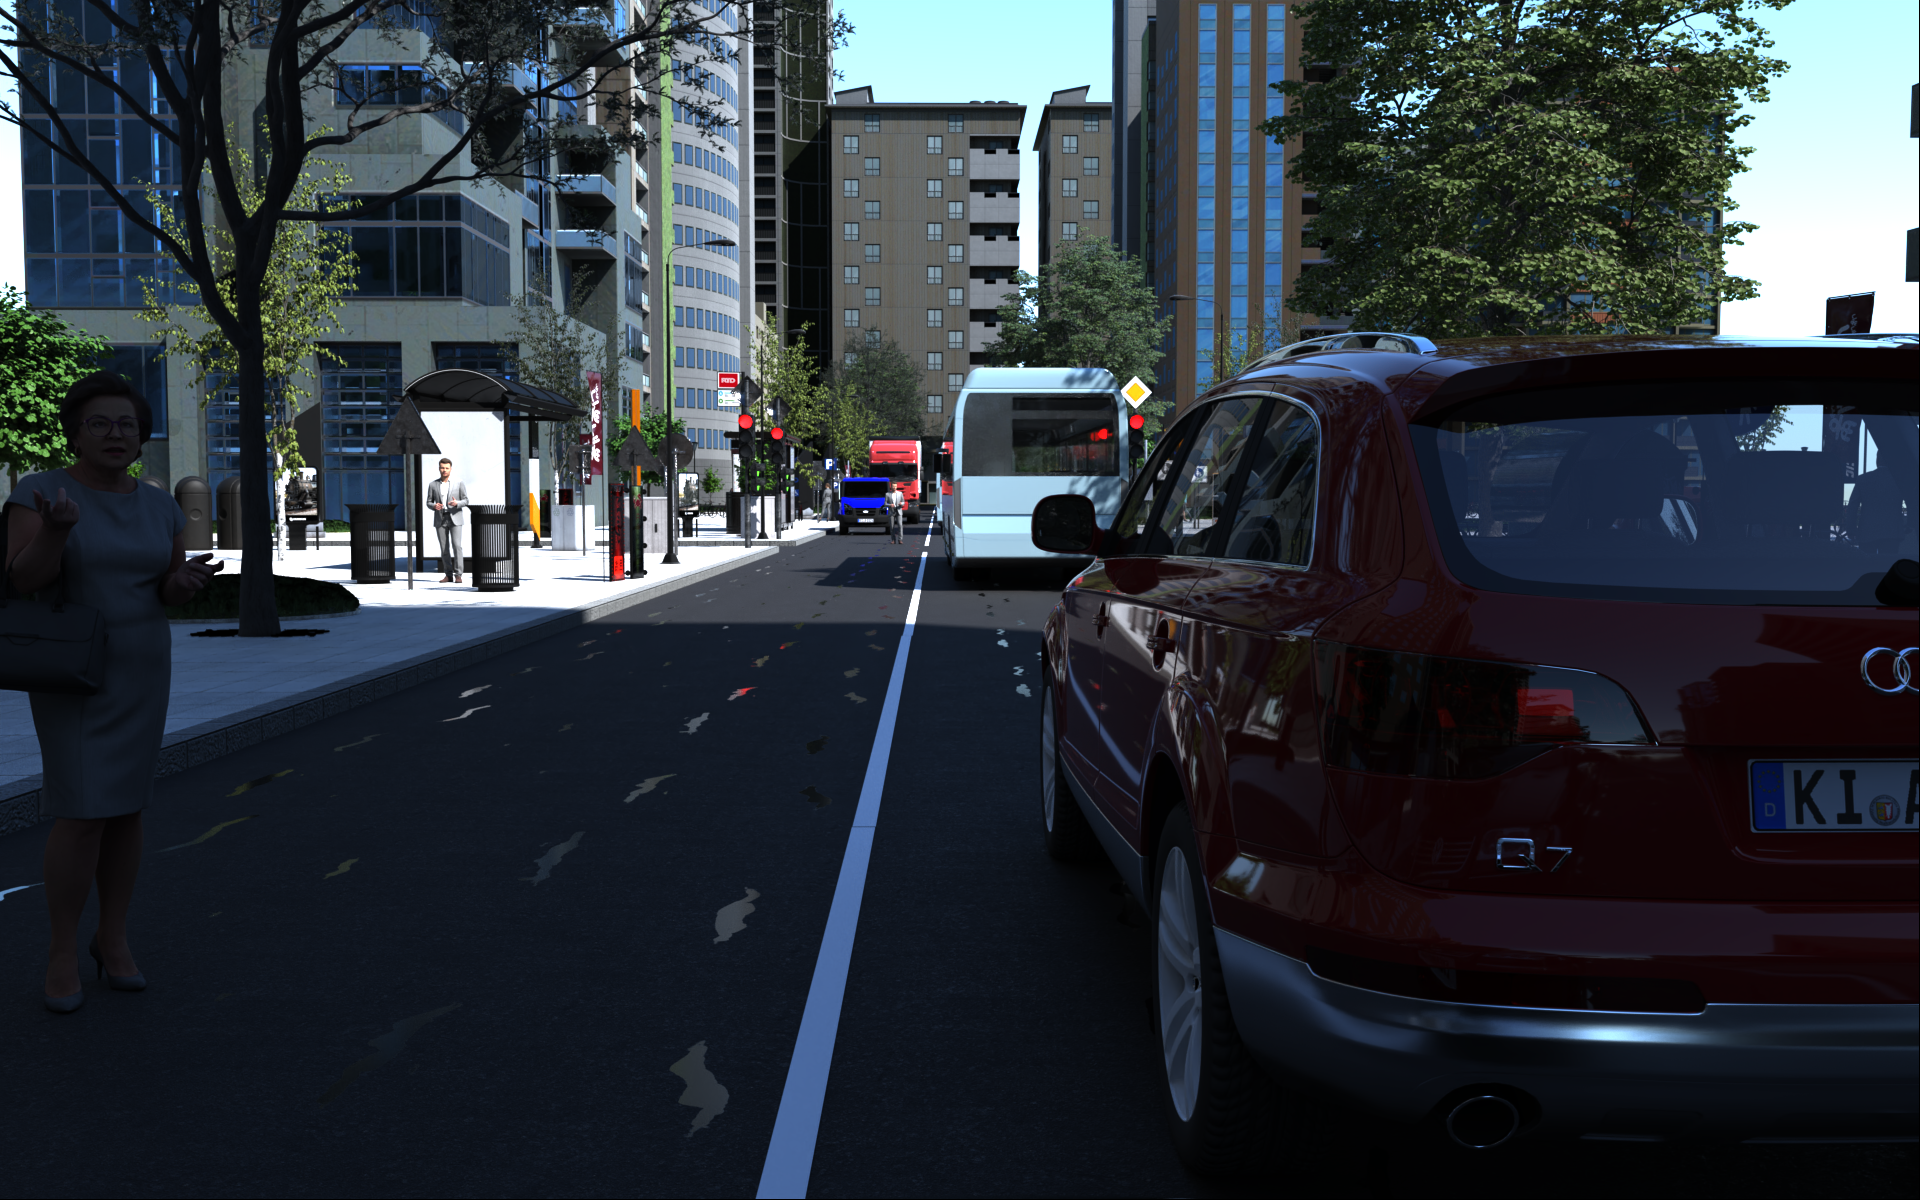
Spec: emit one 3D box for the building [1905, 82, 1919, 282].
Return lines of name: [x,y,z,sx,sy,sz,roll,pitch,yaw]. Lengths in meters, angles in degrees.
building: [30.629,-10.448,15.859,27.650,21.520,28.899,0,4,-1]

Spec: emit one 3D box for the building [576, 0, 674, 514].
building: [-25.633,-25.862,106.444,14.154,41.232,14.086,0,4,-1]

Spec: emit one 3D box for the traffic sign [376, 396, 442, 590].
traffic sign: [-7.355,-1.413,23.110,0.884,2.594,0.081,0,4,4]

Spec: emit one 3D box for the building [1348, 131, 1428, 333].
building: [53.652,-37.399,231.081,30.456,49.044,23.786,0,4,-1]

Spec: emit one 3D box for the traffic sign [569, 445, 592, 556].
traffic sign: [-7.788,-2.062,35.840,0.606,2.300,0.079,0,4,5]

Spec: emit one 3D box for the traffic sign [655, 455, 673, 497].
traffic sign: [-8.839,-3.177,52.044,0.768,2.556,0.104,1,4,9]

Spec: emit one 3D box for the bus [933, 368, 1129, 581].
bus: [1.021,-2.263,31.858,2.948,3.499,13.247,0,4,-1]

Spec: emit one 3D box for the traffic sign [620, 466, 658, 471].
traffic sign: [-7.352,-2.426,39.665,0.884,2.594,0.081,0,4,7]

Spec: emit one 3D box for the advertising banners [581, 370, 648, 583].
advertising banners: [-5.050,-1.792,25.491,0.090,3.025,2.074,1,4,12]

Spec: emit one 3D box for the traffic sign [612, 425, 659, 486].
traffic sign: [-6.135,-2.000,32.711,0.884,2.594,0.081,0,4,1]

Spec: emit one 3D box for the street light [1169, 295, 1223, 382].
street light: [5.581,-4.163,40.601,1.470,5.913,1.316,0,4,-1]

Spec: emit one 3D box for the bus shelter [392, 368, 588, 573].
bus shelter: [-8.120,-2.242,30.581,2.014,3.302,5.546,0,4,-1]

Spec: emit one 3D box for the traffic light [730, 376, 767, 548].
traffic light: [-5.020,-3.188,41.041,0.839,4.253,0.868,0,4,-1]

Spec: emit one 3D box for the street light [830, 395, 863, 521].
street light: [-5.429,-6.654,81.339,1.470,5.913,1.316,0,4,-1]

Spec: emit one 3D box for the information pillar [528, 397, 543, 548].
information pillar: [-10.048,-3.029,40.885,0.183,3.616,0.504,0,4,5]

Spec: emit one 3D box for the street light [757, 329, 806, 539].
street light: [-5.055,-4.676,48.995,1.470,5.913,1.316,0,4,-1]

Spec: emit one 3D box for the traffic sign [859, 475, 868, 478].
traffic sign: [-6.486,-7.076,115.792,0.768,2.556,0.104,1,4,8]

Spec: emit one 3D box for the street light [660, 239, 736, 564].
street light: [-4.786,-3.619,31.706,1.470,5.913,1.316,0,4,-1]

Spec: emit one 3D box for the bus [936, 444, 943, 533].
bus: [0.557,-4.380,66.473,2.948,3.499,13.247,0,4,1]

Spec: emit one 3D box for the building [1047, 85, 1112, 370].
building: [24.153,-39.313,232.005,27.495,52.752,28.713,0,4,-1]

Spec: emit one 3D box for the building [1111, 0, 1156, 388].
building: [25.795,-38.684,174.481,21.231,58.520,28.212,0,4,-1]

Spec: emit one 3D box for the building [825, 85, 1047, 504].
building: [-3.347,-39.328,232.245,27.495,52.752,28.713,0,4,-1]

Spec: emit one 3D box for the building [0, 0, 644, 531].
building: [-25.468,-46.467,72.409,22.319,86.520,31.000,0,4,-1]

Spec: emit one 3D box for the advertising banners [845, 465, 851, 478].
advertising banners: [-6.281,-6.646,104.853,0.090,3.025,2.074,3,4,38]

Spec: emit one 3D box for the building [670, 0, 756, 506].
building: [-28.342,-36.430,137.635,21.231,58.520,28.212,0,4,-1]

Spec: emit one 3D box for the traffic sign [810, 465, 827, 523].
traffic sign: [-6.256,-4.664,76.356,0.768,2.556,0.104,0,4,6]

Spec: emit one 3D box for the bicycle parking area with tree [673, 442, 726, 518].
bicycle parking area with tree: [-13.567,-6.775,97.775,9.016,4.147,8.231,3,5,40]

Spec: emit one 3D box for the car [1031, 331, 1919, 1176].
car: [1.403,0.211,5.219,2.281,1.827,5.304,0,4,-2]

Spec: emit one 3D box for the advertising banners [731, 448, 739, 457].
advertising banners: [-8.110,-4.274,66.067,0.090,3.025,2.074,-3,5,-43]

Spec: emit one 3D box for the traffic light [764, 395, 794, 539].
traffic light: [-5.122,-3.676,49.025,0.839,4.253,0.868,0,4,-1]

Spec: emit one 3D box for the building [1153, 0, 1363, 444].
building: [23.464,-29.940,139.626,14.600,45.320,14.200,0,4,-1]

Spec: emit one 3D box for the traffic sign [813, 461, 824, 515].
traffic sign: [-8.672,-6.855,105.950,2.265,3.308,0.079,0,4,4]

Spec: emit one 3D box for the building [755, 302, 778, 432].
building: [-34.162,-20.204,175.381,28.899,21.520,27.650,0,4,-1]

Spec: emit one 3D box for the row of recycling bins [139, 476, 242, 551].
row of recycling bins: [-17.842,-1.968,39.286,3.534,1.692,1.069,-2,4,-29]

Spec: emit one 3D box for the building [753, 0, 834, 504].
building: [-27.348,-48.269,227.441,20.611,71.187,20.563,0,4,-1]

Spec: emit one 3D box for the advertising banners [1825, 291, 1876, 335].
advertising banners: [7.549,-1.211,15.995,0.090,3.025,2.074,-1,4,-19]

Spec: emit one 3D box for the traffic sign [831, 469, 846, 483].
traffic sign: [-6.380,-5.568,90.769,0.795,2.593,0.064,1,4,9]

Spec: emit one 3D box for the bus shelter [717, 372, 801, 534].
bus shelter: [-6.904,-5.009,59.528,2.179,5.291,8.768,0,4,-1]

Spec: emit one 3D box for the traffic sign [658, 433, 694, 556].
traffic sign: [-5.929,-2.201,36.097,0.768,2.556,0.104,0,4,8]

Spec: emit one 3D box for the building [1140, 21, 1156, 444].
building: [22.811,-28.762,153.860,14.154,41.232,14.086,0,4,-1]

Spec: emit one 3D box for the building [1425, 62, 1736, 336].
building: [63.482,-32.043,178.525,28.867,44.769,22.147,0,4,-1]

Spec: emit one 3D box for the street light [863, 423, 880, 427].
street light: [-5.901,-8.652,113.999,1.470,5.913,1.316,0,4,-1]

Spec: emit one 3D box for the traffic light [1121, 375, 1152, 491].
traffic light: [4.140,-3.196,41.173,0.839,4.253,0.868,0,4,-1]
